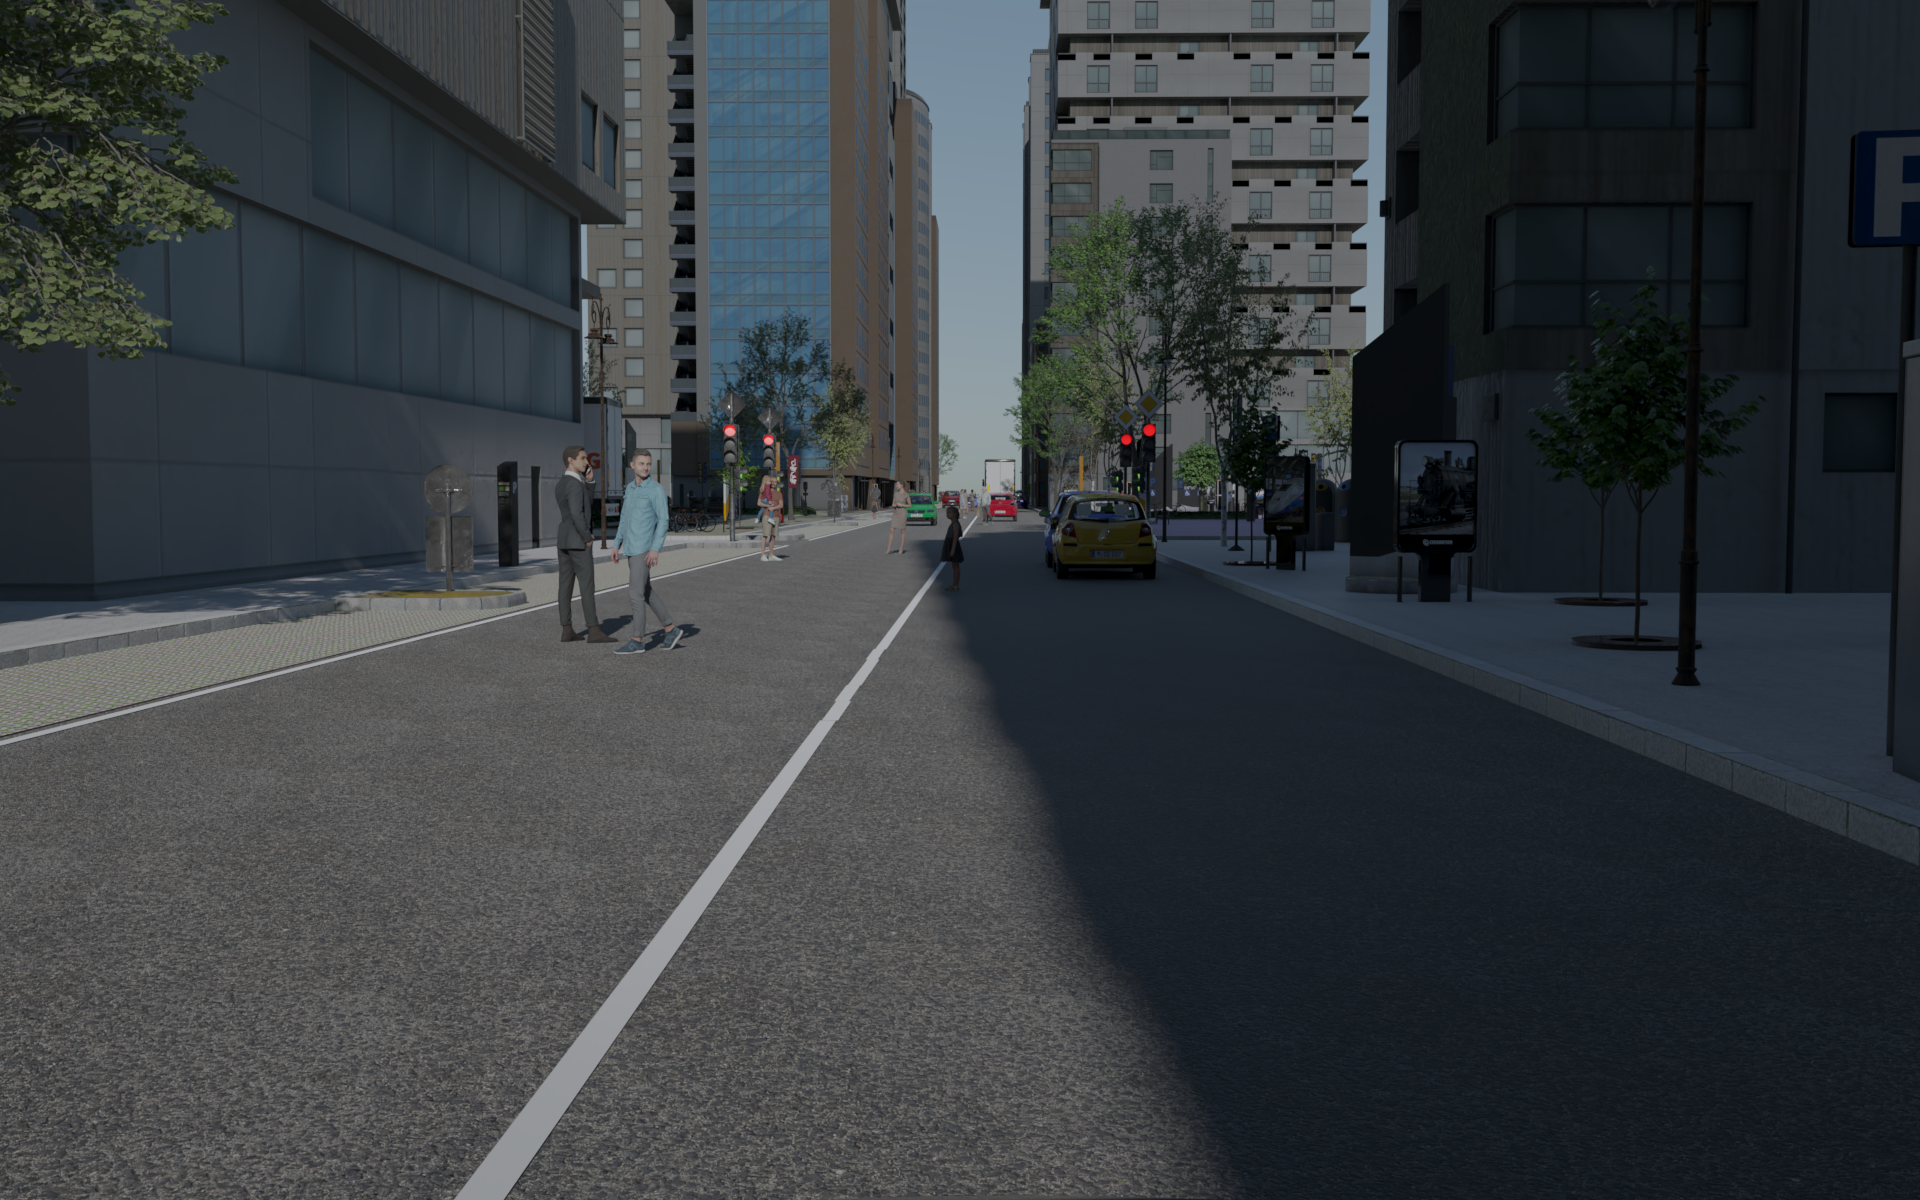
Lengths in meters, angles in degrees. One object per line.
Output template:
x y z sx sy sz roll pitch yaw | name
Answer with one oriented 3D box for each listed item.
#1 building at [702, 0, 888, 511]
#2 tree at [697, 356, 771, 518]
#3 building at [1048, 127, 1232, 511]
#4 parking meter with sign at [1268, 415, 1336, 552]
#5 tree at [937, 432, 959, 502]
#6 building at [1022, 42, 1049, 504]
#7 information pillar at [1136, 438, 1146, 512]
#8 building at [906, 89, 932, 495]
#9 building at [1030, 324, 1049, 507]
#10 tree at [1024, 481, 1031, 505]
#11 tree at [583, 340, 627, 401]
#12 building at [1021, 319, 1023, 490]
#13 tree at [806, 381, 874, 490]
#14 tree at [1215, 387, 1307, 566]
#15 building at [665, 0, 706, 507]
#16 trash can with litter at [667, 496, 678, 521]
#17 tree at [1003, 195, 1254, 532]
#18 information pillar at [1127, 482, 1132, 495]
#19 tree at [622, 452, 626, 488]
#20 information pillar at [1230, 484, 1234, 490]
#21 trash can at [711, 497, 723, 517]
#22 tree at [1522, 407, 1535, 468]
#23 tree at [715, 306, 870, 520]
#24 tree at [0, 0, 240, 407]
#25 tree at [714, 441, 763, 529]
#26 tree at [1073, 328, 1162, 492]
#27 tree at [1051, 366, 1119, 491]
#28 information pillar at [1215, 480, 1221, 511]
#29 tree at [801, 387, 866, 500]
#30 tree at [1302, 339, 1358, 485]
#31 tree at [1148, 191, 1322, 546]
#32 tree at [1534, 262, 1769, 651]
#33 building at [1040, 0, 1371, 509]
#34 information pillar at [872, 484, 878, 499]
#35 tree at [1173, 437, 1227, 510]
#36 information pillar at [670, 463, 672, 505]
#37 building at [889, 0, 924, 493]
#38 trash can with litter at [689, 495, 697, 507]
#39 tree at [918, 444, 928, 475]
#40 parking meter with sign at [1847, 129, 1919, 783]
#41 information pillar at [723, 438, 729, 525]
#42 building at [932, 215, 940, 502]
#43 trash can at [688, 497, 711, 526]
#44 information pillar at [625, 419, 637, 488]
-13.557 -30.615 150.661 14.600 45.320 14.200 0 4 1 | building
-11.981 -8.668 92.092 4.360 8.622 3.978 0 3 0 | tree
14.165 -22.555 140.475 14.160 30.474 14.107 0 4 1 | building
7.637 -2.609 38.911 1.738 3.016 0.543 -2 4 -28 | parking meter with sign
-3.974 -22.240 289.383 9.928 11.665 9.643 0 3 0 | tree
19.627 -42.160 231.315 21.231 58.520 28.212 0 4 1 | building
6.788 -4.459 64.256 0.504 3.616 0.183 0 4 3 | information pillar
-14.996 -43.187 248.101 21.231 58.520 28.212 0 4 1 | building
21.840 -21.131 190.537 27.650 21.520 28.899 0 4 1 | building
8.596 -13.375 213.288 1.663 3.219 1.824 0 3 0 | tree
-17.626 -7.928 79.984 4.737 8.622 4.395 0 3 0 | tree
17.011 -31.209 281.960 14.160 30.474 14.107 0 4 1 | building
-7.654 -9.771 110.126 4.737 8.622 4.395 0 3 0 | tree
5.410 -2.241 31.249 1.663 3.219 1.824 0 3 0 | tree
-14.584 -29.749 136.505 14.600 45.320 14.200 0 4 1 | building
-13.670 -4.246 80.481 1.678 1.210 2.233 0 4 -7 | trash can with litter
6.136 -8.167 59.286 9.928 11.665 9.643 0 3 0 | tree
10.428 -6.234 106.414 0.304 2.012 0.304 1 4 17 | information pillar
-23.008 -8.025 114.914 4.285 4.588 4.351 0 3 0 | tree
16.159 -6.815 102.782 0.183 3.616 0.504 -1 4 -12 | information pillar
-13.557 -5.124 95.434 0.748 1.137 0.748 0 3 0 | trash can
7.370 -1.566 20.210 1.663 3.219 1.824 0 3 0 | tree
-8.211 -9.223 85.212 8.767 10.594 7.601 1 4 15 | tree
-9.895 -5.843 13.664 7.486 12.596 7.792 0 3 0 | tree
-8.015 -4.202 63.311 1.663 3.219 1.824 0 3 0 | tree
6.891 -7.770 77.403 4.737 8.622 4.395 0 3 0 | tree
7.466 -9.072 98.682 4.360 8.622 3.978 0 3 0 | tree
13.367 -5.187 89.302 0.304 2.012 0.304 -1 4 -12 | information pillar
-8.251 -10.132 116.023 4.360 8.622 3.978 0 3 0 | tree
18.264 -8.112 82.994 4.737 8.622 4.395 0 3 0 | tree
6.506 -5.611 42.101 4.360 8.622 3.978 0 3 0 | tree
5.851 -1.218 14.515 1.663 3.219 1.824 0 3 0 | tree
22.046 -34.934 160.412 28.713 52.752 27.495 0 4 1 | building
-6.283 -7.550 127.928 0.304 2.012 0.304 -2 4 -32 | information pillar
13.615 -6.936 97.125 4.285 4.588 4.351 0 3 0 | tree
-21.613 -8.451 129.532 0.183 3.616 0.504 -1 4 -19 | information pillar
-15.125 -48.005 223.137 20.563 71.187 20.611 0 4 1 | building
-17.838 -6.570 118.477 2.233 1.210 1.678 -1 4 -12 | trash can with litter
-6.182 -15.527 204.227 4.360 8.622 3.978 0 3 0 | tree
4.441 -0.692 7.579 0.543 3.016 1.738 1 4 9 | parking meter with sign
-9.843 -4.985 72.860 0.183 3.616 0.504 0 4 8 | information pillar
-10.396 -37.907 269.892 14.600 45.320 14.200 0 4 1 | building
-10.436 -3.491 68.739 0.748 1.137 0.748 0 3 0 | trash can
-10.352 -3.861 54.478 0.183 3.616 0.504 2 4 27 | information pillar
